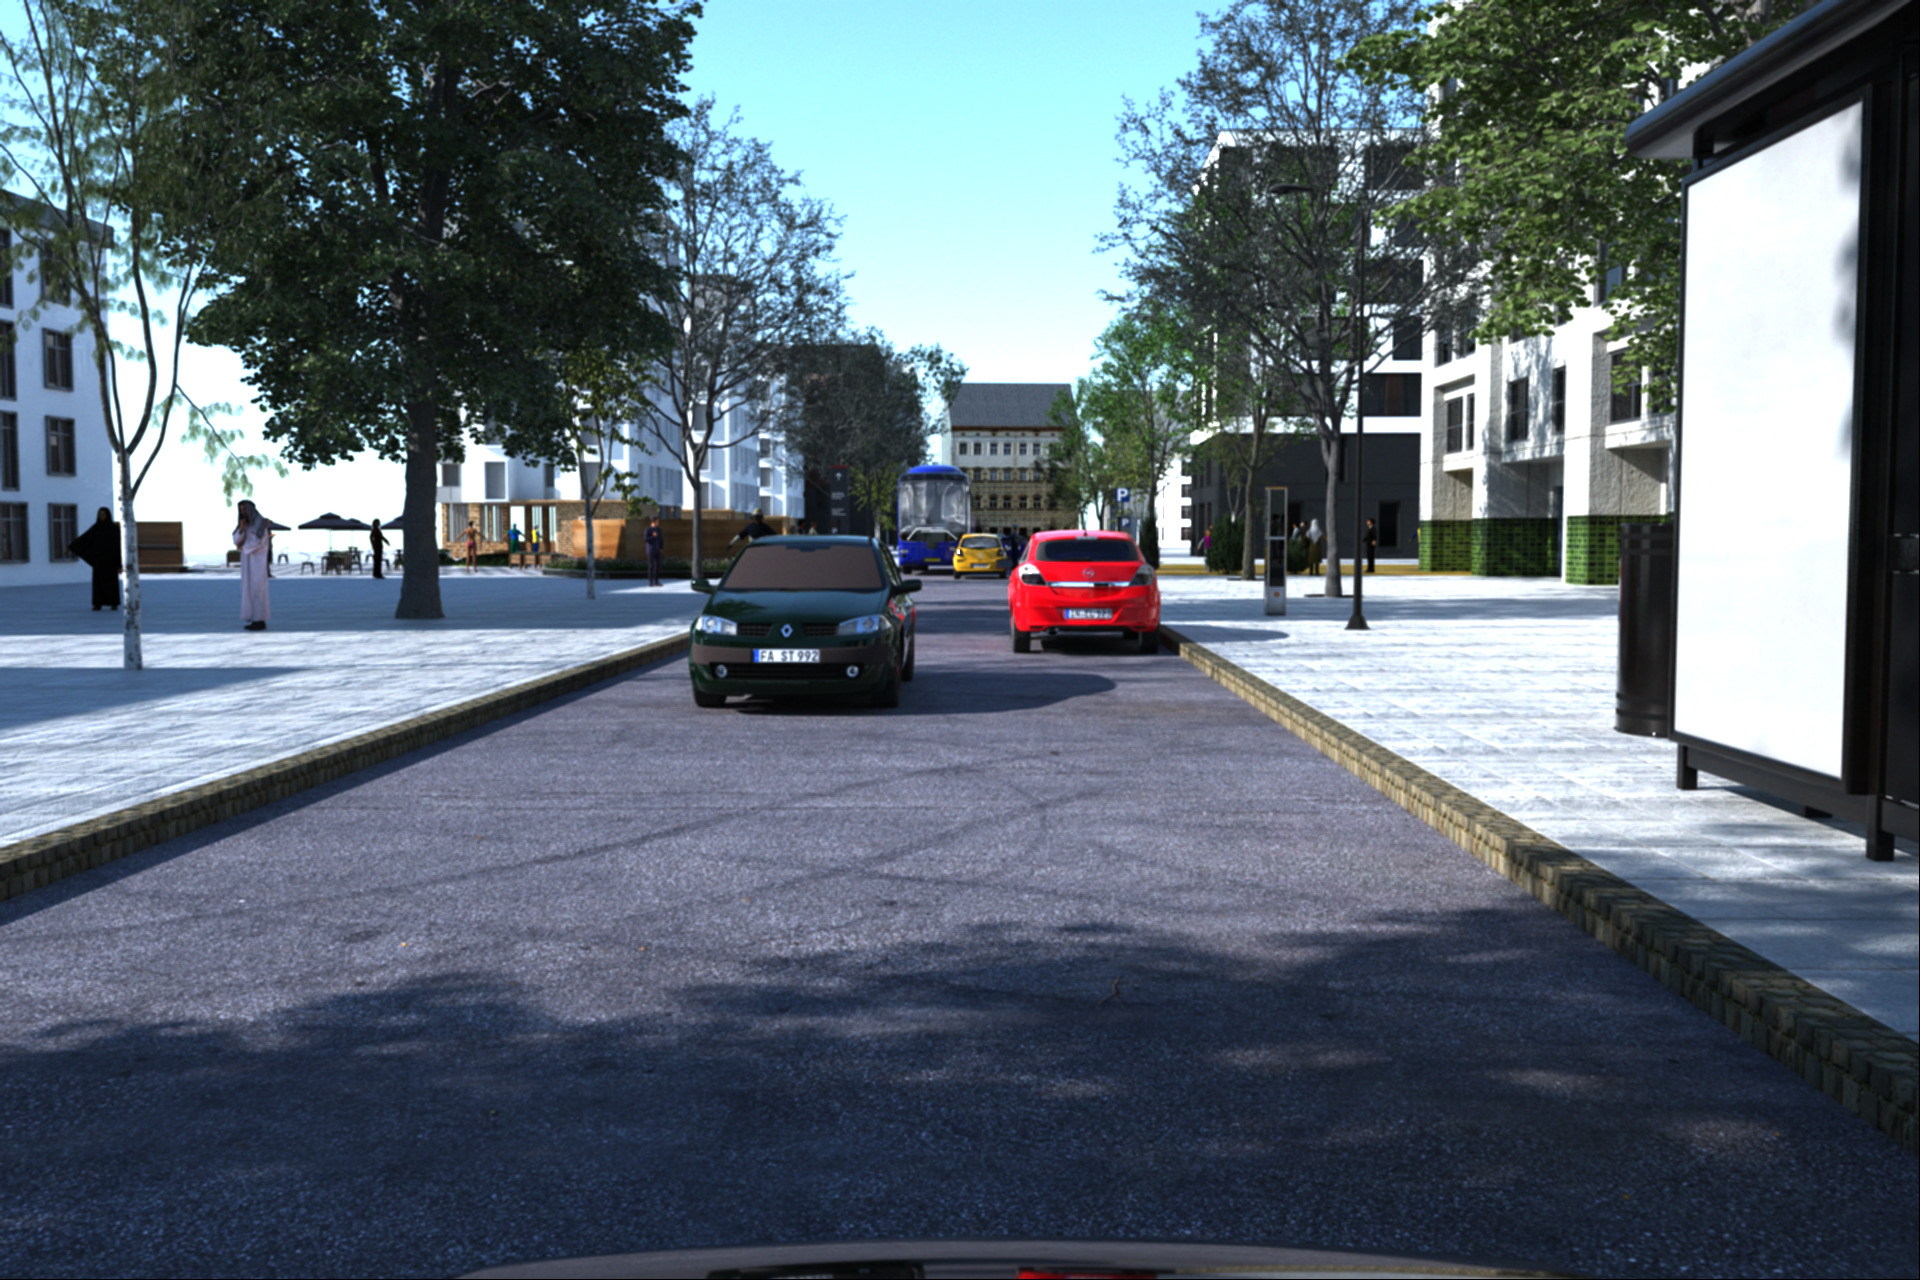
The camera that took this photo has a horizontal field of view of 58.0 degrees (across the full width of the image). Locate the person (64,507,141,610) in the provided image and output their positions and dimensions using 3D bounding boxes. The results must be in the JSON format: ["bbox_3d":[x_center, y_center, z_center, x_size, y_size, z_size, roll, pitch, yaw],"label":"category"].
[{"bbox_3d":[-14.398,-1.366,29.115,1.214,1.737,0.721,-1,4,-9],"label":"person"}]

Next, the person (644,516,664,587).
[{"bbox_3d":[-7.497,-2.170,42.438,0.541,1.710,0.530,-2,4,-35],"label":"person"}]

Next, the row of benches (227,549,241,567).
[{"bbox_3d":[-28.674,-3.246,68.530,1.422,0.672,4.104,-1,4,-22],"label":"row of benches"}]

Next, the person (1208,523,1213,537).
[{"bbox_3d":[12.564,-4.911,86.436,0.704,1.812,1.346,2,4,31],"label":"person"}]

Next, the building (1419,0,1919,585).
[{"bbox_3d":[24.074,-10.868,44.156,16.747,18.905,31.486,0,4,1],"label":"building"}]

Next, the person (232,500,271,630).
[{"bbox_3d":[-9.519,-1.012,23.257,0.551,1.740,0.621,1,4,10],"label":"person"}]

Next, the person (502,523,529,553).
[{"bbox_3d":[-21.549,-4.755,83.874,1.347,1.817,0.704,0,4,0],"label":"person"}]

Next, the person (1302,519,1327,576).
[{"bbox_3d":[10.991,-2.848,53.333,0.721,1.736,1.217,-2,4,-35],"label":"person"}]

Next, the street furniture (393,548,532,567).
[{"bbox_3d":[-20.013,-3.421,71.565,5.734,0.657,10.072,0,4,-6],"label":"street furniture"}]

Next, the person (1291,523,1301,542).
[{"bbox_3d":[15.720,-4.586,81.166,0.705,1.806,1.347,2,4,30],"label":"person"}]

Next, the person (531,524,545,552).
[{"bbox_3d":[-21.429,-4.976,87.821,0.721,1.772,1.216,-3,5,-44],"label":"person"}]

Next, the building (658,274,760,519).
[{"bbox_3d":[-21.538,-16.568,127.302,16.016,20.090,11.380,0,4,2],"label":"building"}]

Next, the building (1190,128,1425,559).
[{"bbox_3d":[27.595,-15.879,103.599,27.936,21.610,32.646,0,4,2],"label":"building"}]

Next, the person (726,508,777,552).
[{"bbox_3d":[-4.402,-1.948,37.719,1.351,1.845,0.704,0,4,-6],"label":"person"}]

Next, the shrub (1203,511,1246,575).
[{"bbox_3d":[8.545,-3.098,55.068,1.690,2.028,1.600,0,3,0],"label":"shrub"}]

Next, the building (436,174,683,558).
[{"bbox_3d":[-22.114,-14.443,92.556,16.016,20.090,11.380,0,4,1],"label":"building"}]

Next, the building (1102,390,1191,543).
[{"bbox_3d":[27.462,-21.668,220.733,16.747,18.905,31.486,0,4,1],"label":"building"}]

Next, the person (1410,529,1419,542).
[{"bbox_3d":[19.847,-4.169,74.129,1.349,1.833,0.705,3,4,39],"label":"person"}]

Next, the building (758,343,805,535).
[{"bbox_3d":[-21.930,-19.339,172.620,16.016,20.090,11.380,0,4,1],"label":"building"}]

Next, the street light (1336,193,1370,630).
[{"bbox_3d":[5.885,-3.092,23.099,1.470,5.913,1.316,0,4,1],"label":"street light"}]

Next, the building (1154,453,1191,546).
[{"bbox_3d":[25.883,-14.528,179.675,9.099,9.664,28.070,0,4,1],"label":"building"}]

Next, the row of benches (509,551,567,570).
[{"bbox_3d":[-15.352,-2.899,62.860,1.422,0.672,4.104,-2,4,-35],"label":"row of benches"}]

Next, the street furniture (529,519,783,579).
[{"bbox_3d":[-9.562,-2.781,52.326,9.812,1.723,11.010,-2,4,-31],"label":"street furniture"}]

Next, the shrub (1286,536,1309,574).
[{"bbox_3d":[10.753,-2.719,55.567,1.383,1.207,1.383,0,3,0],"label":"shrub"}]

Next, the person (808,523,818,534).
[{"bbox_3d":[-6.550,-4.373,77.762,0.705,1.796,1.348,-2,4,-34],"label":"person"}]

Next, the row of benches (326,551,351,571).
[{"bbox_3d":[-22.426,-2.879,62.540,1.422,0.672,4.104,-1,4,-16],"label":"row of benches"}]

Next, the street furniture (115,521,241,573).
[{"bbox_3d":[-30.409,-3.225,59.587,11.010,1.723,9.812,-1,4,-22],"label":"street furniture"}]

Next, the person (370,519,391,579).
[{"bbox_3d":[-16.770,-2.647,50.086,0.721,1.729,1.215,-3,5,-41],"label":"person"}]

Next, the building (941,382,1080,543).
[{"bbox_3d":[6.919,-25.480,249.975,18.063,23.208,19.493,0,4,-5],"label":"building"}]

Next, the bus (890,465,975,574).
[{"bbox_3d":[-0.791,-4.498,65.084,2.896,3.916,12.251,0,4,2],"label":"bus"}]

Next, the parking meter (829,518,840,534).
[{"bbox_3d":[-4.600,-3.539,63.568,0.399,1.863,0.255,0,4,2],"label":"parking meter"}]

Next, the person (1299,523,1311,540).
[{"bbox_3d":[17.108,-4.934,86.438,1.354,1.858,0.705,-1,4,-12],"label":"person"}]

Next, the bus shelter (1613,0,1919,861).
[{"bbox_3d":[4.385,-1.803,7.112,2.179,5.291,8.768,0,4,1],"label":"bus shelter"}]

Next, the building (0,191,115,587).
[{"bbox_3d":[-24.299,-5.590,33.544,9.099,9.664,28.070,0,4,2],"label":"building"}]

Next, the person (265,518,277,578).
[{"bbox_3d":[-20.134,-2.695,50.641,0.750,1.759,0.617,1,4,16],"label":"person"}]

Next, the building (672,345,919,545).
[{"bbox_3d":[-19.365,-21.971,203.198,27.936,21.610,32.646,0,4,1],"label":"building"}]
